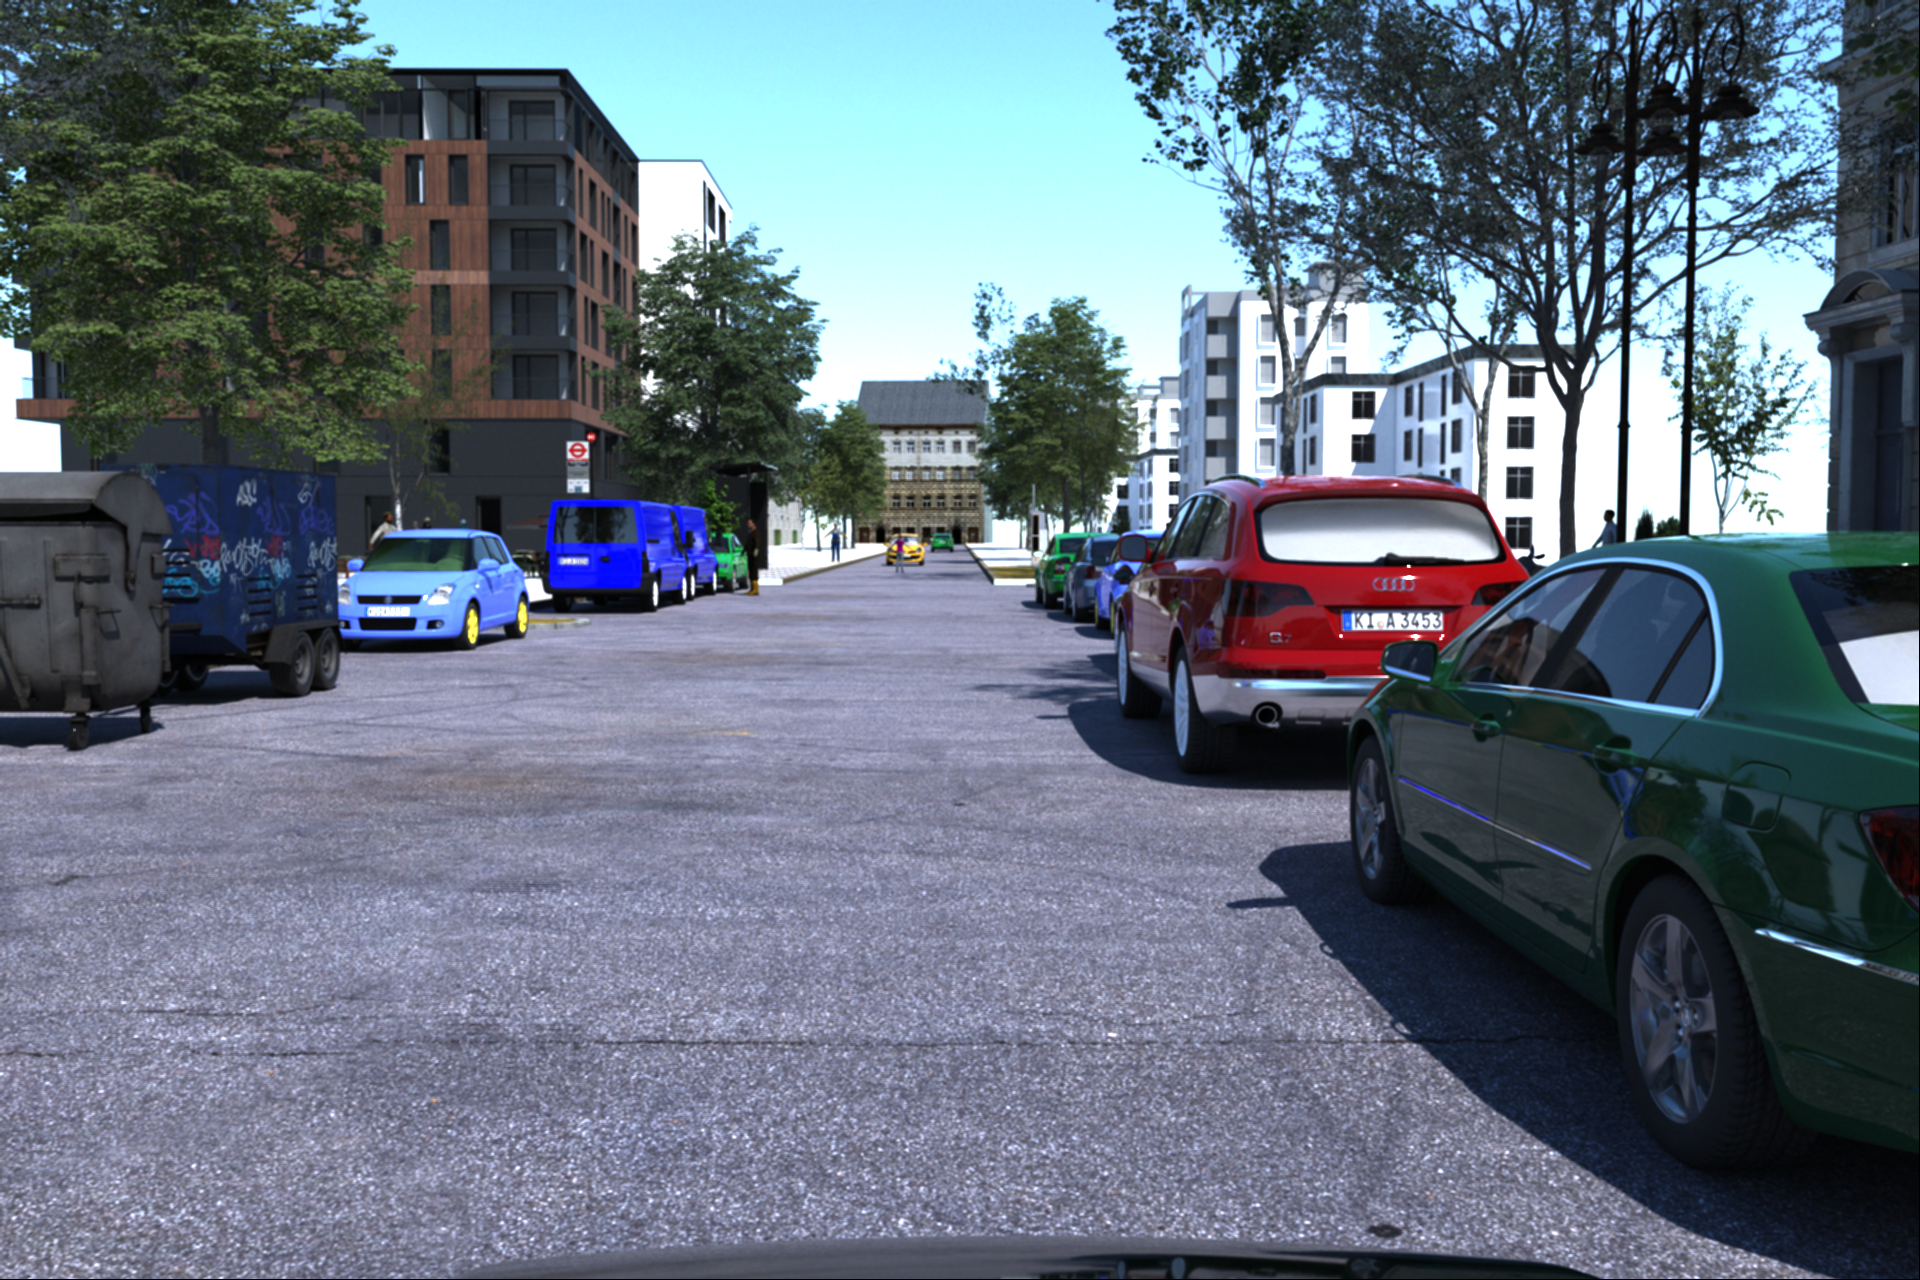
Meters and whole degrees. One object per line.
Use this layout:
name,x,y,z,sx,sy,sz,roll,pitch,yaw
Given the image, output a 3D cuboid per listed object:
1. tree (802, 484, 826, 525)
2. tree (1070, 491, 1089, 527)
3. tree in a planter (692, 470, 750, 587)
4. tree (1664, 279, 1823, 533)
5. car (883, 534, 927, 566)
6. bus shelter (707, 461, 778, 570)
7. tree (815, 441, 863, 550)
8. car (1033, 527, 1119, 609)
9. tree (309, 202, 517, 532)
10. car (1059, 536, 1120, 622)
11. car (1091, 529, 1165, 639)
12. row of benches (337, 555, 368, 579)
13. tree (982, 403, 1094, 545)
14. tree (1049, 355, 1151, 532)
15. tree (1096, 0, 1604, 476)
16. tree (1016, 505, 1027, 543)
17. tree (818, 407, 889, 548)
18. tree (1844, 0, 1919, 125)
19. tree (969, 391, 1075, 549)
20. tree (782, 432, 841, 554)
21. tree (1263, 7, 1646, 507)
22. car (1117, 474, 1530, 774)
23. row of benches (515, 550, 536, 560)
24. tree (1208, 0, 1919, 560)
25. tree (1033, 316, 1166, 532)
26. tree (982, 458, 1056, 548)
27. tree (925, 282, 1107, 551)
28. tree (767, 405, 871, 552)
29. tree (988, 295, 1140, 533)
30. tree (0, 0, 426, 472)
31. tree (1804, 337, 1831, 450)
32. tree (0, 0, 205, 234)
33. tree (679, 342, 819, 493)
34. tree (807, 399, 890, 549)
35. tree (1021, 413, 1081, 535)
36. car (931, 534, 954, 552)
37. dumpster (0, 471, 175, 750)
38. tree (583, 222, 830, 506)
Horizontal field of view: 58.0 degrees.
tree,-21.562,-18.730,240.644,7.601,10.594,8.767,0,4,7
tree,18.776,-20.721,245.440,9.857,13.997,8.962,0,3,0
tree in a planter,-6.916,-3.118,48.200,1.991,3.239,1.994,0,4,0
tree,22.150,-6.088,49.897,4.737,8.622,4.395,0,3,0
car,-2.502,-4.247,79.659,2.015,1.641,3.980,0,4,0
bus shelter,-7.349,-4.143,59.023,1.731,3.624,6.357,0,4,-1
tree,-9.545,-11.411,136.924,4.737,8.622,4.395,0,3,0
car,2.469,-1.573,34.523,1.959,1.807,4.718,0,4,-1
tree,-12.854,-5.422,39.008,4.360,8.622,3.978,0,3,0
car,2.724,-1.074,29.558,2.014,1.417,4.499,0,4,0
car,2.881,-0.935,24.875,1.945,1.707,3.694,0,4,-1
row of benches,-17.619,-2.144,50.514,1.422,0.672,4.104,2,4,29
tree,5.832,-11.001,114.273,8.767,10.594,7.601,0,4,-7
tree,5.415,-7.443,72.054,4.360,8.622,3.978,0,3,0
tree,9.908,-11.638,46.164,12.611,20.169,13.585,0,3,0
tree,8.889,-17.808,241.528,4.737,8.622,4.395,0,3,0
tree,-9.920,-14.438,154.195,7.486,12.596,7.792,0,3,0
tree,9.051,-6.255,8.928,9.857,13.997,8.962,0,3,0
tree,5.725,-14.584,145.096,9.857,13.997,8.962,0,3,0
tree,-10.107,-9.936,112.818,4.737,8.622,4.395,0,3,0
tree,17.907,-12.659,62.866,12.611,20.169,13.585,0,3,0
car,2.297,-0.198,11.918,2.281,1.827,5.304,0,4,-1
row of benches,-16.878,-3.166,67.219,1.422,0.672,4.104,-1,4,-18
tree,9.165,-7.062,25.831,12.009,13.543,11.850,0,3,0
tree,4.122,-6.657,59.204,4.360,8.622,3.978,0,3,0
tree,5.733,-13.554,156.014,8.767,10.594,7.601,3,5,44
tree,4.038,-16.854,131.456,12.611,20.169,13.585,0,3,0
tree,-10.349,-11.666,125.159,8.767,10.594,7.601,-2,4,-35
tree,4.935,-10.059,82.595,7.486,12.596,7.792,0,3,0
tree,-12.972,-6.765,28.730,7.486,12.596,7.792,0,3,0
tree,27.851,-6.151,50.939,4.360,8.622,3.978,0,3,0
tree,-12.462,-6.453,15.872,12.009,13.543,11.850,0,3,0
tree,-10.149,-9.039,82.196,7.601,10.594,8.767,0,4,3
tree,-9.659,-13.881,145.073,7.486,12.596,7.792,0,3,0
tree,5.261,-8.815,94.492,4.360,8.622,3.978,0,3,0
car,-1.420,-7.900,137.962,1.959,1.807,4.718,0,4,-1
dumpster,-6.556,-0.226,11.905,1.865,1.857,1.264,0,3,0
tree,-10.017,-10.017,70.427,9.857,13.997,8.962,0,3,0
